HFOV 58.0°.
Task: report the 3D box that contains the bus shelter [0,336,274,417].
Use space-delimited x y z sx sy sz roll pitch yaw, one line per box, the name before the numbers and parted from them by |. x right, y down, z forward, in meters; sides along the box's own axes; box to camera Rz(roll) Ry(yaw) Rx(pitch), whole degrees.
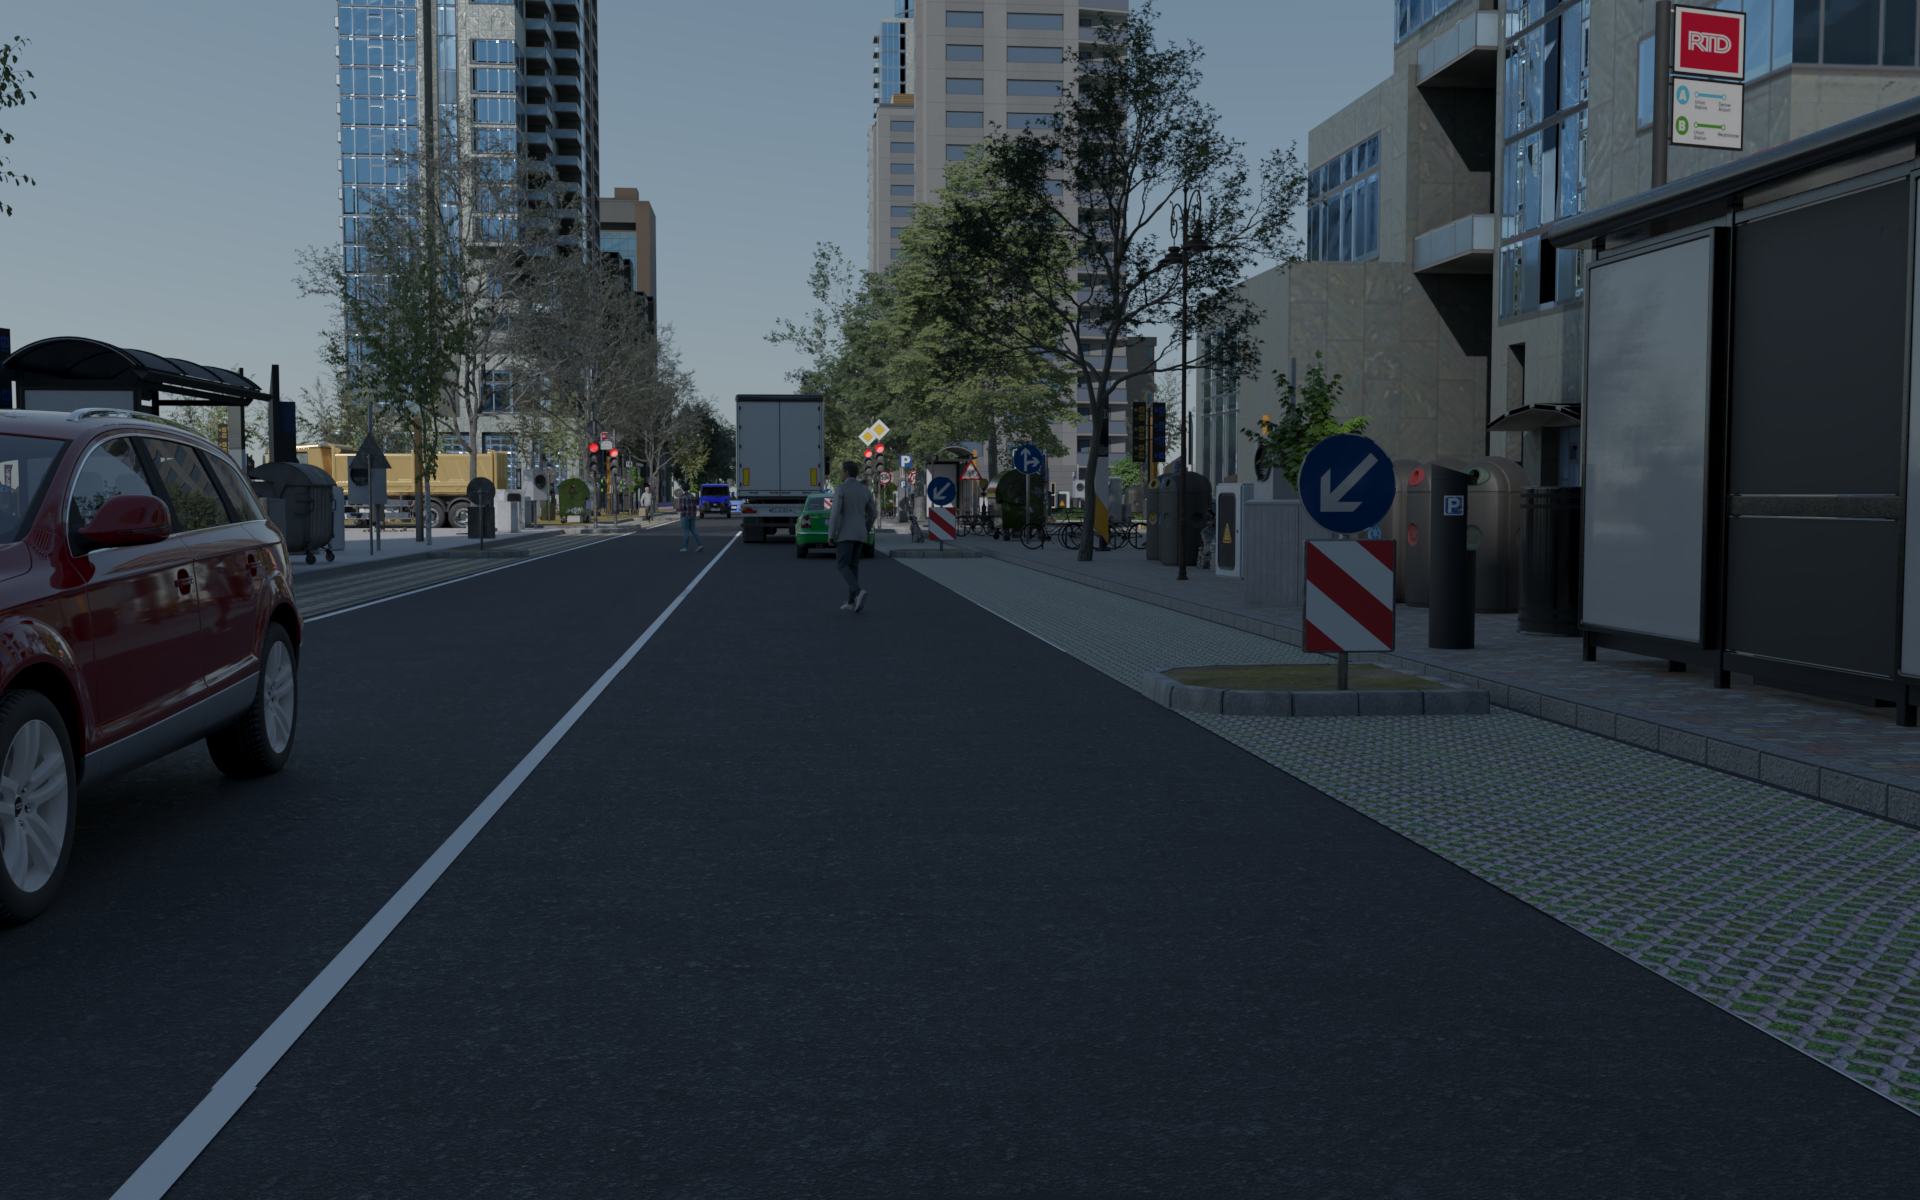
bus shelter | -11.708 -1.900 24.985 2.014 3.302 5.546 0 4 -6

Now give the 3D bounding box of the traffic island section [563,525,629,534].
traffic island section | -13.490 -2.553 64.026 2.009 0.180 2.903 0 4 -6

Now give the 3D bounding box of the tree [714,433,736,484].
tree | -40.700 -22.323 290.727 9.928 11.665 9.643 0 3 0

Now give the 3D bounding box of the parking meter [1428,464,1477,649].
parking meter | 4.107 -0.368 14.431 0.372 1.533 0.369 0 3 0

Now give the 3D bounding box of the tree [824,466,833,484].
tree | -24.131 -22.777 290.526 7.486 12.596 7.792 0 3 0

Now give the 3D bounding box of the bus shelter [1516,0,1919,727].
bus shelter | 5.741 -2.092 11.830 2.179 5.291 8.768 0 4 -6

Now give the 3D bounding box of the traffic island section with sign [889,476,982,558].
traffic island section with sign | -0.592 -1.880 39.369 1.989 1.847 2.006 0 4 -6

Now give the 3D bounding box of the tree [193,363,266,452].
tree | -41.486 -9.025 97.928 4.737 8.622 4.395 0 3 0

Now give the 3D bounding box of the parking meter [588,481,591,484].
parking meter | -17.019 -4.470 78.803 0.399 1.863 0.255 1 4 13

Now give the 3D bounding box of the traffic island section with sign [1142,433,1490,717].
traffic island section with sign | 2.333 -0.208 12.025 1.989 1.847 2.006 0 4 -6

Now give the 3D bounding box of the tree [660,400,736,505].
tree | -31.627 -17.815 208.289 9.611 12.733 9.660 0 3 0

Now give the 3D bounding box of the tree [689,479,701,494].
tree | -28.676 -11.695 185.809 1.663 3.219 1.824 0 3 0

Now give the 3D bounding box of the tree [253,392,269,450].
tree | -48.902 -10.649 124.473 4.360 8.622 3.978 0 3 0

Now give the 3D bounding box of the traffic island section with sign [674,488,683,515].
traffic island section with sign | -19.589 -6.875 121.026 1.989 1.847 2.006 0 4 -6

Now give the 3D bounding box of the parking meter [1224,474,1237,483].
parking meter | 7.914 -2.759 50.826 0.399 1.863 0.255 0 4 5

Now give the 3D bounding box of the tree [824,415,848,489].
tree | -15.833 -17.147 206.107 9.928 11.665 9.643 0 3 0

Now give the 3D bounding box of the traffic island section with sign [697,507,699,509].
traffic island section with sign | -24.982 -9.959 171.461 1.989 1.847 2.006 0 4 -6

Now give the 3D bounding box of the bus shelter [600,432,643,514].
bus shelter | -22.366 -8.369 114.467 2.179 5.291 8.768 0 4 -6

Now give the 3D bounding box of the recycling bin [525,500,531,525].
recycling bin | -18.374 -3.649 72.222 0.722 1.027 0.722 3 5 39

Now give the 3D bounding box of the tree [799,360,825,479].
tree | -9.847 -15.148 154.317 9.857 13.997 8.962 0 3 0

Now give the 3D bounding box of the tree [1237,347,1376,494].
tree | 4.735 -1.733 22.935 1.663 3.219 1.824 0 3 0

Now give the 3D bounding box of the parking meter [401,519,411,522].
parking meter | -25.121 -4.451 78.483 0.399 1.863 0.255 -3 5 -44

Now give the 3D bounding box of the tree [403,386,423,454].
tree | -30.912 -8.773 93.806 4.360 8.622 3.978 0 3 0

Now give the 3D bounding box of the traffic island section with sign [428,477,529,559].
traffic island section with sign | -10.839 -1.867 39.158 1.989 1.847 2.006 0 4 -6

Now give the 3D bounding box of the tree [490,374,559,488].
tree | -24.351 -9.023 97.882 4.360 8.622 3.978 0 3 0

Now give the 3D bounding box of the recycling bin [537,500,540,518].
recycling bin | -23.406 -5.013 94.517 0.722 1.027 0.722 2 4 30

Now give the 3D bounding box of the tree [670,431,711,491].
tree | -28.184 -14.046 180.007 4.737 8.622 4.395 0 3 0

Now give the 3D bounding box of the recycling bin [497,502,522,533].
recycling bin | -14.960 -2.749 57.496 0.722 1.027 0.722 -1 4 -10

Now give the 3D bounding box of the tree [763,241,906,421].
tree | -8.050 -16.828 131.021 12.611 20.169 13.585 0 3 0

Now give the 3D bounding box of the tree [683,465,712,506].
tree | -29.325 -12.852 193.840 4.285 4.588 4.351 0 3 0

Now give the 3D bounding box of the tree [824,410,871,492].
tree | -8.733 -11.638 140.650 4.737 8.622 4.395 0 3 0

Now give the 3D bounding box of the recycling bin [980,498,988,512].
recycling bin | 1.795 -6.591 120.318 0.722 1.027 0.722 1 4 17

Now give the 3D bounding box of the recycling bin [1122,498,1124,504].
recycling bin | 11.359 -6.850 124.556 0.722 1.027 0.722 1 4 17

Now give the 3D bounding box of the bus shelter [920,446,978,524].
bus shelter | -0.515 -5.003 75.715 2.014 3.302 5.546 0 4 -6

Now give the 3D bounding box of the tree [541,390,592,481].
tree | -26.493 -10.123 115.878 4.737 8.622 4.395 0 3 0

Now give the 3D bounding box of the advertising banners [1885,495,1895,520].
advertising banners | 8.200 -1.106 14.266 0.090 3.025 2.074 0 4 -3

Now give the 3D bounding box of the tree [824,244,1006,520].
tree | -2.076 -10.981 86.188 9.857 13.997 8.962 0 3 0

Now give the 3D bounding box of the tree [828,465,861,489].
tree | -11.278 -11.392 169.978 4.285 4.588 4.351 0 3 0

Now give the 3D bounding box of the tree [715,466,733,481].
tree | -37.492 -19.908 259.904 7.601 10.594 8.767 2 4 28

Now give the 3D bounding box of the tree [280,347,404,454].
tree | -30.794 -8.271 85.588 4.360 8.622 3.978 0 3 0

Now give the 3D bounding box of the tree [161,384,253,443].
tree | -45.907 -9.407 104.161 4.360 8.622 3.978 0 3 0

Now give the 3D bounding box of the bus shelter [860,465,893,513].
bus shelter | -5.772 -7.691 119.678 2.014 3.302 5.546 0 4 -6

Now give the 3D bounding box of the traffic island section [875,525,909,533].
traffic island section | -3.007 -2.621 65.137 2.009 0.180 2.903 0 4 -6

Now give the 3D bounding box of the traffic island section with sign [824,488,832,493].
traffic island section with sign | -9.469 -6.958 122.387 1.989 1.847 2.006 0 4 -6

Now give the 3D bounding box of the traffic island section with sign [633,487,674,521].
traffic island section with sign | -16.707 -5.219 93.965 1.989 1.847 2.006 0 4 -6

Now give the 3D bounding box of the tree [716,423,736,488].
tree | -41.240 -24.379 305.258 9.857 13.997 8.962 0 3 0
